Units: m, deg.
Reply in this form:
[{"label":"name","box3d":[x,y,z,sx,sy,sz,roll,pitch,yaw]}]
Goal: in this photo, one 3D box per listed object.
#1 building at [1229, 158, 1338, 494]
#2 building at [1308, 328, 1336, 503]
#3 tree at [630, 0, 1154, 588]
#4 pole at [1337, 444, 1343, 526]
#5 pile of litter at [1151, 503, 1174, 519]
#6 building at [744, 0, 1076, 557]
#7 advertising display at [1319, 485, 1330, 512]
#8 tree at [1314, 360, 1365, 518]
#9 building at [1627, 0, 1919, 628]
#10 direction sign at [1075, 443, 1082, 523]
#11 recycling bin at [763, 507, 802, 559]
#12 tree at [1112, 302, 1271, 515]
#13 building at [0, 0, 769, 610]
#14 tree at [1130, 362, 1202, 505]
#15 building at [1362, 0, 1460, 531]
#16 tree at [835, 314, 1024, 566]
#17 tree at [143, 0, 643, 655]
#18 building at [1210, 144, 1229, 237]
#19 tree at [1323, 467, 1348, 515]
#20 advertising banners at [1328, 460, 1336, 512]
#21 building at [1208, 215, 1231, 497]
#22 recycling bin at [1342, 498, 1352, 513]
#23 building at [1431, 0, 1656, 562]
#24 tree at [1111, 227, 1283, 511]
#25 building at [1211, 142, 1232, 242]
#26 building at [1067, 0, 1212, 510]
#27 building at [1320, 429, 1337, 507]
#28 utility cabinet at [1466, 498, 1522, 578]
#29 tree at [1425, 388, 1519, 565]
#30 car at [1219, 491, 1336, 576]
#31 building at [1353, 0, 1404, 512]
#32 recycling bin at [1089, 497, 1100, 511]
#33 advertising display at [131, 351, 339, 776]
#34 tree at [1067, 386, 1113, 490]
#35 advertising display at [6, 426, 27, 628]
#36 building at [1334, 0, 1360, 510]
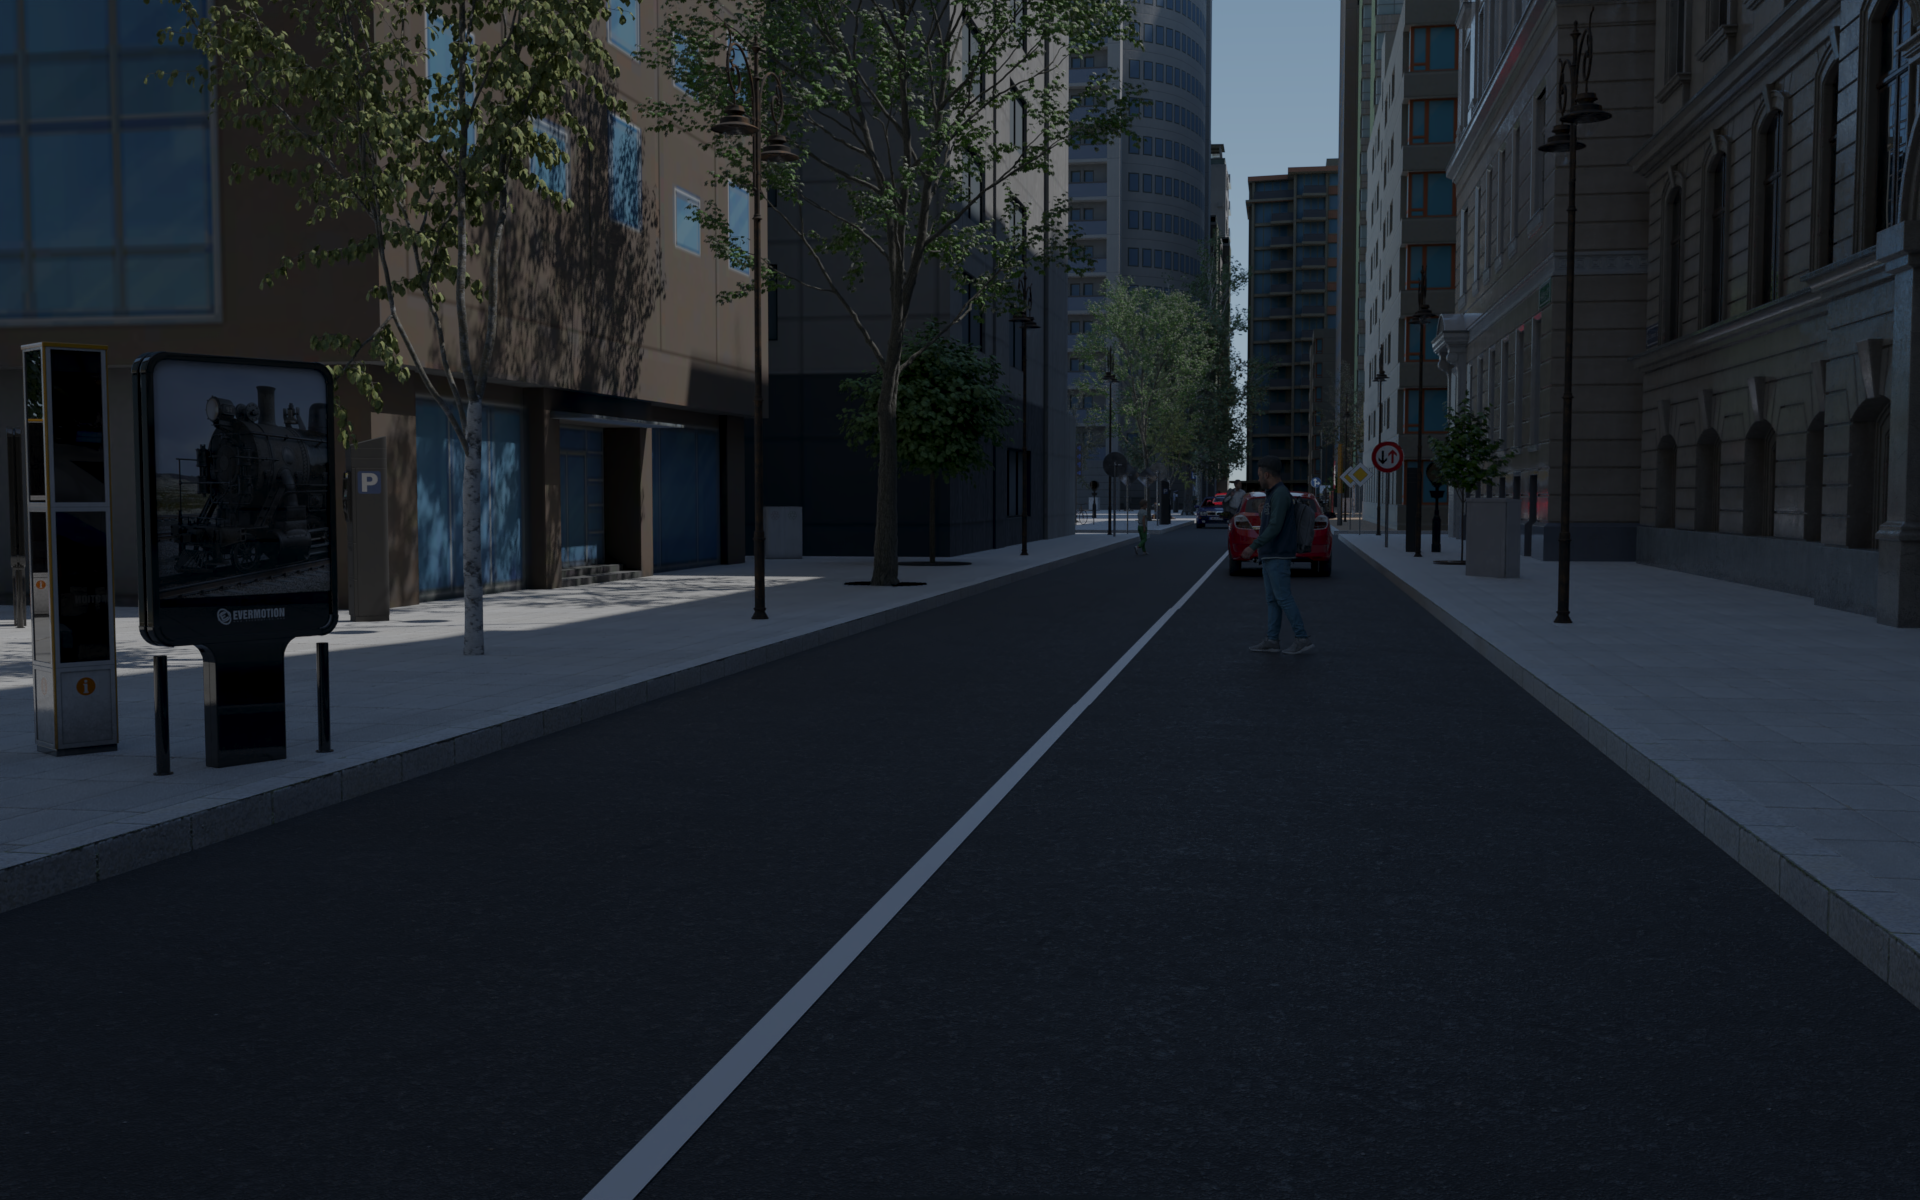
[{"label":"building","box3d":[50.575,-35.085,228.263,28.867,44.769,22.147,1,4,11]},{"label":"building","box3d":[53.192,-21.280,192.969,27.650,21.520,28.899,1,4,11]},{"label":"tree","box3d":[-0.910,-6.003,23.901,9.928,11.665,9.643,0,3,0]},{"label":"pole","box3d":[15.452,-4.682,70.393,0.158,3.312,0.155,0,3,0]},{"label":"pile of litter","box3d":[10.157,-4.529,88.009,1.176,0.858,1.719,-3,4,-39]},{"label":"building","box3d":[-8.328,-37.100,44.831,20.611,71.187,20.563,1,4,11]},{"label":"advertising display","box3d":[25.843,-7.172,122.471,0.974,1.923,0.123,3,5,45]},{"label":"tree","box3d":[21.400,-8.797,94.199,4.360,8.622,3.978,0,3,0]},{"label":"building","box3d":[14.481,-11.907,13.758,14.460,24.649,34.723,1,4,11]},{"label":"direction sign","box3d":[5.200,-5.246,77.777,0.379,3.537,0.876,-2,4,-30]},{"label":"recycling bin","box3d":[-3.542,-1.337,34.412,0.722,1.027,0.722,-1,4,-15]},{"label":"tree","box3d":[13.720,-11.418,103.698,9.611,12.733,9.660,0,3,0]},{"label":"building","box3d":[-11.668,-22.960,25.507,14.600,45.320,14.200,1,4,11]},{"label":"tree","box3d":[11.429,-8.835,94.816,4.737,8.622,4.395,0,3,0]},{"label":"building","box3d":[32.150,-13.841,71.341,28.899,21.520,27.650,1,4,11]},{"label":"tree","box3d":[-0.424,-2.914,31.366,4.285,4.588,4.351,0,3,0]},{"label":"tree","box3d":[-4.074,-3.875,13.722,4.737,8.622,4.395,0,3,0]},{"label":"building","box3d":[24.579,-31.884,204.900,14.086,41.232,14.154,1,4,11]},{"label":"tree","box3d":[23.502,-6.866,106.861,1.663,3.219,1.824,0,3,0]},{"label":"advertising banners","box3d":[19.175,-5.693,89.267,0.090,3.025,2.074,1,4,21]},{"label":"building","box3d":[22.046,-25.475,188.212,14.160,30.474,14.107,1,4,11]},{"label":"recycling bin","box3d":[25.706,-6.305,115.648,0.722,1.027,0.722,0,4,-2]},{"label":"building","box3d":[19.037,-15.579,40.627,13.634,28.700,20.117,1,4,11]},{"label":"tree","box3d":[16.963,-16.505,125.751,12.611,20.169,13.585,0,3,0]},{"label":"building","box3d":[21.152,-37.601,234.376,30.456,49.044,23.786,1,4,11]},{"label":"building","box3d":[10.853,-37.325,152.265,21.231,58.520,28.212,1,4,11]},{"label":"building","box3d":[45.696,-51.900,161.232,22.319,86.520,31.000,1,4,11]},{"label":"utility cabinet","box3d":[8.265,-0.959,26.844,0.306,1.237,1.020,-1,4,-19]},{"label":"tree","box3d":[9.331,-2.264,31.626,1.663,3.219,1.824,0,3,0]},{"label":"car","box3d":[5.828,-1.389,31.749,2.155,1.783,4.494,1,4,9]},{"label":"building","box3d":[36.107,-27.097,126.622,14.154,41.232,14.086,1,4,11]},{"label":"recycling bin","box3d":[10.266,-7.325,132.315,0.722,1.027,0.722,1,4,19]},{"label":"advertising display","box3d":[-3.406,-0.183,8.212,0.123,1.923,0.974,2,4,34]},{"label":"tree","box3d":[7.706,-10.062,114.882,4.360,8.622,3.978,0,3,0]},{"label":"advertising display","box3d":[-9.196,-0.714,16.893,0.123,1.923,0.974,-2,4,-28]},{"label":"building","box3d":[37.909,-30.005,140.687,14.600,45.320,14.200,1,4,11]}]
